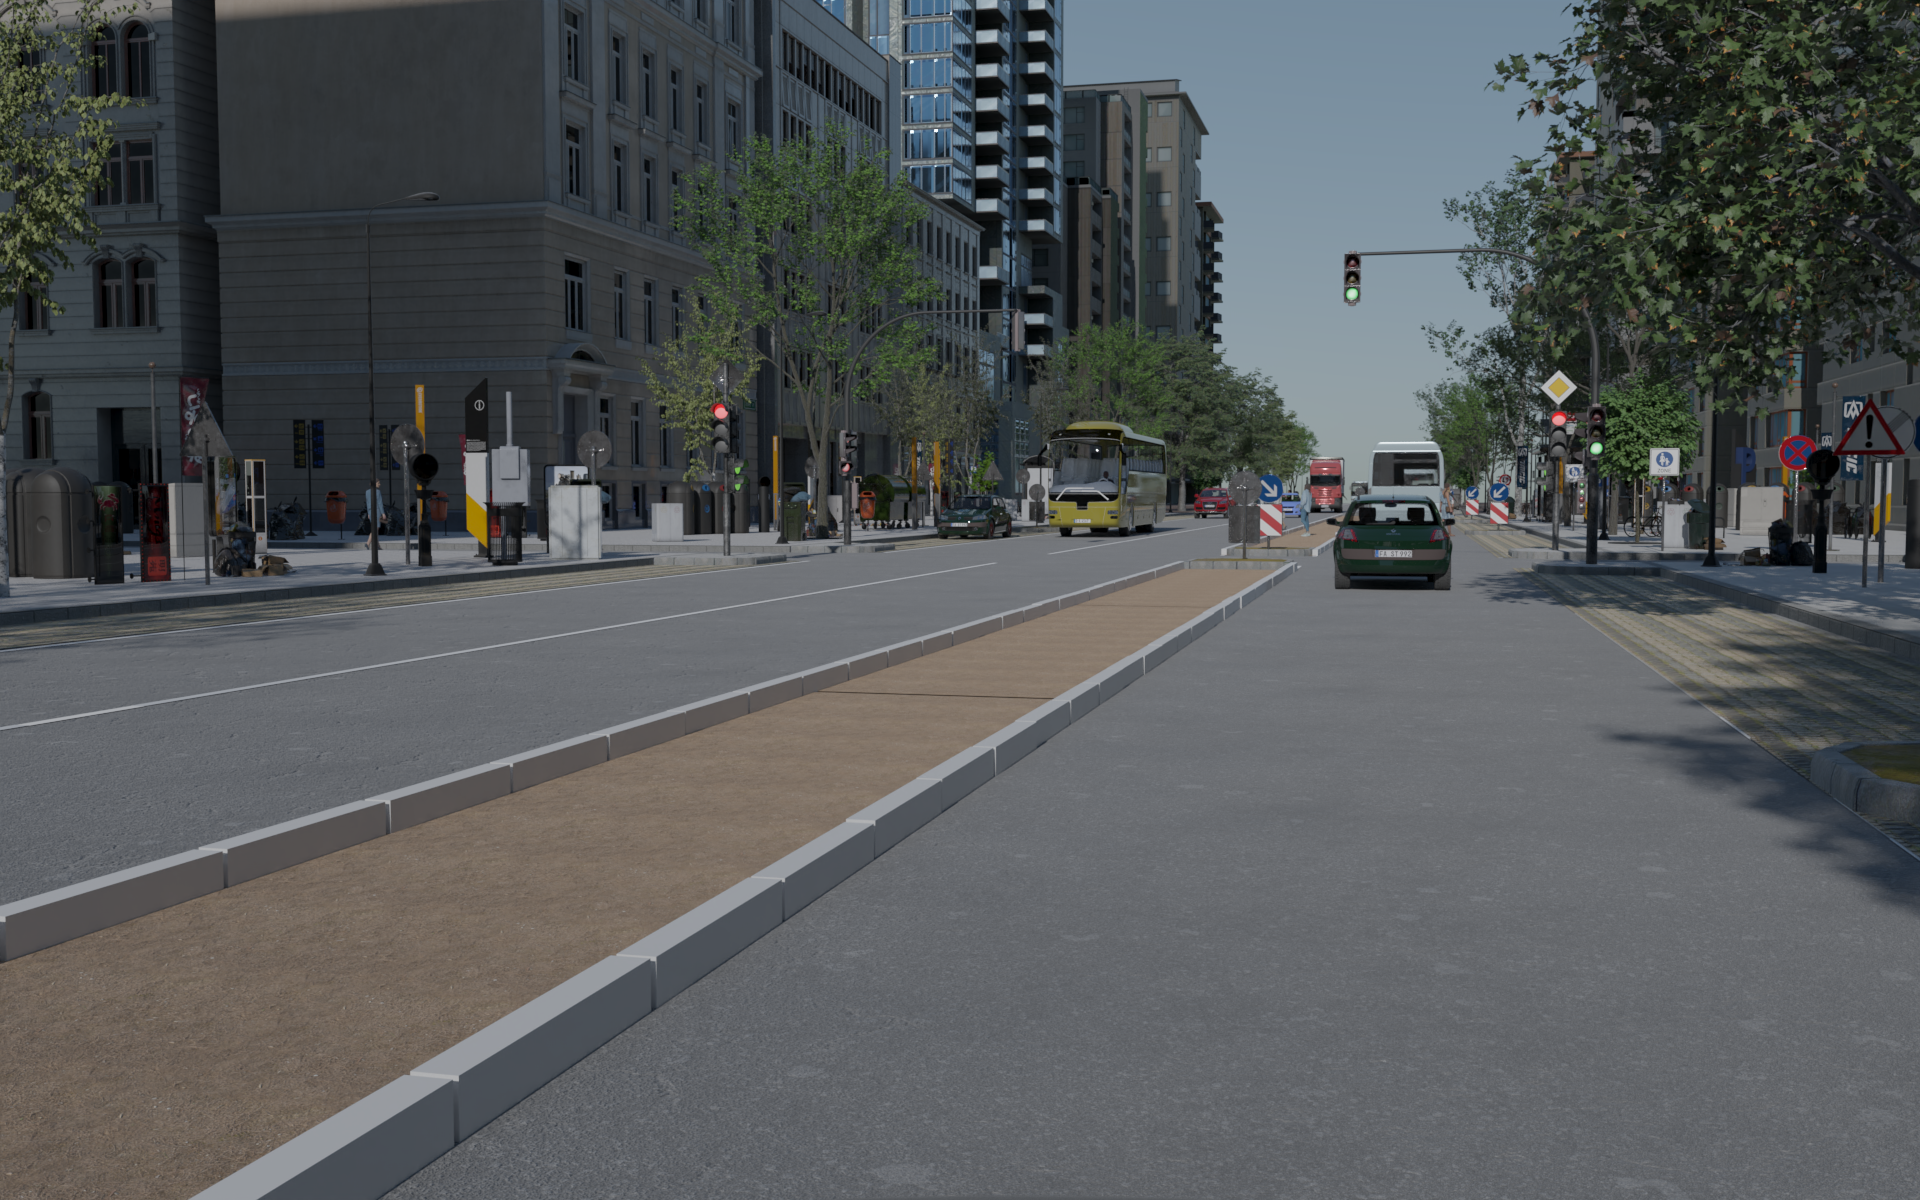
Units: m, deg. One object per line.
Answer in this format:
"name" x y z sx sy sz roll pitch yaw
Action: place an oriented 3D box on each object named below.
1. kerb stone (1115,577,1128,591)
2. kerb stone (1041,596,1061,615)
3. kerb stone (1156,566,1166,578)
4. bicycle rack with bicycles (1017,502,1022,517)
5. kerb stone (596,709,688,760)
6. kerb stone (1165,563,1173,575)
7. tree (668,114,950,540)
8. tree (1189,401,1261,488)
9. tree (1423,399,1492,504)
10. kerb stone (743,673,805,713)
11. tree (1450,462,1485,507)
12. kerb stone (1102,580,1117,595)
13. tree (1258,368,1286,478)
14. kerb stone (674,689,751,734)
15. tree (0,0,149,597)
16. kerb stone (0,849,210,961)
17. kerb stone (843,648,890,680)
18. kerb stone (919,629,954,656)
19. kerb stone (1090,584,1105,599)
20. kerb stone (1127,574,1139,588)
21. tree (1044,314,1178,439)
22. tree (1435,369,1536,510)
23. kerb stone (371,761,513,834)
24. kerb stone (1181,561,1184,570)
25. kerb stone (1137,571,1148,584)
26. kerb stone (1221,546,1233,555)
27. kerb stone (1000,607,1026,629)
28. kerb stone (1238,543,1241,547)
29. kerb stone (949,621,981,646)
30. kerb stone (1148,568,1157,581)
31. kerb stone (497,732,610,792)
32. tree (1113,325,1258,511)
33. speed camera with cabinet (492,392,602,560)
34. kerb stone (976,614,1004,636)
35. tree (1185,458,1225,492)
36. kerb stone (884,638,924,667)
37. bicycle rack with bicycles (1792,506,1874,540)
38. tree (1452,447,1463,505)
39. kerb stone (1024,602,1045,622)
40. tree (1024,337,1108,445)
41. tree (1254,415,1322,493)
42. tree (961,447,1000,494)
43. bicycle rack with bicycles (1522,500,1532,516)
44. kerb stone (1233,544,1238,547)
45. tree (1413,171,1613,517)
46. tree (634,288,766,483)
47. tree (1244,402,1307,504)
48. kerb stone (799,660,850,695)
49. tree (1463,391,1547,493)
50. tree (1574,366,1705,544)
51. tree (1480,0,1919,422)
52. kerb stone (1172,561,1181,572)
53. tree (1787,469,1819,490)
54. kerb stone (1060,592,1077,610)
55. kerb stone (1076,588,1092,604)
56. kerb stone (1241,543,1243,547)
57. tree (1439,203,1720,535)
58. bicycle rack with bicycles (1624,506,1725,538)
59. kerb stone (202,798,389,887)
"kerb stone" 2.315 -0.211 25.647 0.120 0.150 1.000 1 4 14
"kerb stone" 1.023 0.093 20.676 0.120 0.150 1.000 1 4 14
"kerb stone" 3.355 -0.454 29.624 0.120 0.150 1.000 1 4 14
"bicycle rack with bicycles" 3.501 -5.212 98.593 2.852 0.926 2.925 3 5 41
"kerb stone" -1.803 0.762 9.739 0.120 0.150 1.000 1 4 14
"kerb stone" 3.603 -0.511 30.617 0.120 0.150 1.000 1 4 14
"tree" -4.049 -7.539 49.022 9.928 11.665 9.643 0 3 0
"tree" 24.194 -13.774 159.612 7.601 10.594 8.767 -3 5 -43
"tree" 65.121 -19.508 225.605 9.857 13.997 8.962 0 3 0
"kerb stone" -1.295 0.640 11.727 0.120 0.150 1.000 1 4 14
"tree" 51.426 -11.706 175.098 4.285 4.588 4.351 0 3 0
"kerb stone" 2.055 -0.150 24.650 0.120 0.150 1.000 1 4 14
"tree" 28.088 -16.373 174.359 9.857 13.997 8.962 0 3 0
"kerb stone" -1.553 0.701 10.731 0.120 0.150 1.000 1 4 14
"tree" -12.155 -4.344 21.387 4.737 8.622 4.395 0 3 0
"kerb stone" -2.836 1.007 5.769 0.120 0.150 1.000 1 4 14
"kerb stone" -0.779 0.520 13.710 0.120 0.150 1.000 1 4 14
"kerb stone" -0.259 0.399 15.692 0.120 0.150 1.000 1 4 14
"kerb stone" 1.802 -0.085 23.660 0.120 0.150 1.000 1 4 14
"kerb stone" 2.577 -0.272 26.647 0.120 0.150 1.000 1 4 14
"tree" 8.910 -10.764 101.753 9.928 11.665 9.643 0 3 0
"tree" 43.645 -13.258 142.530 9.928 11.665 9.643 0 3 0
"kerb stone" -2.318 0.883 7.752 0.120 0.150 1.000 1 4 14
"kerb stone" 4.116 -0.637 32.603 0.120 0.150 1.000 1 4 14
"kerb stone" 2.834 -0.333 27.637 0.120 0.150 1.000 1 4 14
"kerb stone" 6.313 -1.151 41.074 0.120 0.150 1.000 1 4 14
"kerb stone" 0.517 0.214 18.694 0.120 0.150 1.000 1 4 14
"kerb stone" 6.825 -1.276 43.054 0.120 0.150 1.000 1 4 14
"kerb stone" 0.004 0.336 16.703 0.120 0.150 1.000 1 4 14
"kerb stone" 3.090 -0.391 28.627 0.120 0.150 1.000 1 4 14
"kerb stone" -2.063 0.822 8.750 0.120 0.150 1.000 1 4 14
"tree" 16.639 -13.676 130.265 9.857 13.997 8.962 0 3 0
"speed camera with cabinet" -8.070 -2.419 33.881 2.038 3.252 0.660 -1 4 -8
"kerb stone" 0.254 0.277 17.702 0.120 0.150 1.000 1 4 14
"tree" 20.896 -10.027 147.647 4.285 4.588 4.351 0 3 0
"kerb stone" -0.520 0.458 14.699 0.120 0.150 1.000 1 4 14
"bicycle rack with bicycles" 25.328 -2.246 50.106 2.852 0.926 2.925 3 5 39
"tree" 61.562 -15.961 211.332 4.360 8.622 3.978 0 3 0
"kerb stone" 0.777 0.159 19.684 0.120 0.150 1.000 1 4 14
"tree" 4.652 -7.971 80.687 4.360 8.622 3.978 0 3 0
"tree" 46.032 -19.298 241.278 9.928 11.665 9.643 0 3 0
"tree" 1.147 -4.614 70.034 1.663 3.219 1.824 0 3 0
"bicycle rack with bicycles" 33.444 -5.492 103.182 2.852 0.926 2.925 0 4 2
"kerb stone" 6.571 -1.215 42.063 0.120 0.150 1.000 1 4 14
"tree" 32.799 -14.860 98.843 12.611 20.169 13.585 0 3 0
"tree" -8.905 -6.750 60.728 4.737 8.622 4.395 0 3 0
"tree" 37.816 -17.772 208.705 7.486 12.596 7.792 0 3 0
"kerb stone" -1.038 0.582 12.719 0.120 0.150 1.000 1 4 14
"tree" 36.931 -10.133 116.039 4.360 8.622 3.978 0 3 0
"tree" 17.545 -3.733 44.741 4.285 4.588 4.351 0 3 0
"tree" 9.509 -6.036 15.691 9.611 12.733 9.660 0 3 0
"kerb stone" 3.860 -0.576 31.611 0.120 0.150 1.000 1 4 14
"tree" 32.051 -4.316 65.163 1.663 3.219 1.824 0 3 0
"kerb stone" 1.286 0.035 21.666 0.120 0.150 1.000 1 4 14
"kerb stone" 1.541 -0.022 22.662 0.120 0.150 1.000 1 4 14
"kerb stone" 7.083 -1.337 44.048 0.120 0.150 1.000 1 4 14
"tree" 20.191 -7.292 53.631 8.767 10.594 7.601 3 5 39
"bicycle rack with bicycles" 21.118 -2.314 51.221 2.925 0.926 2.852 0 4 1
"kerb stone" -2.580 0.944 6.759 0.120 0.150 1.000 1 4 14
